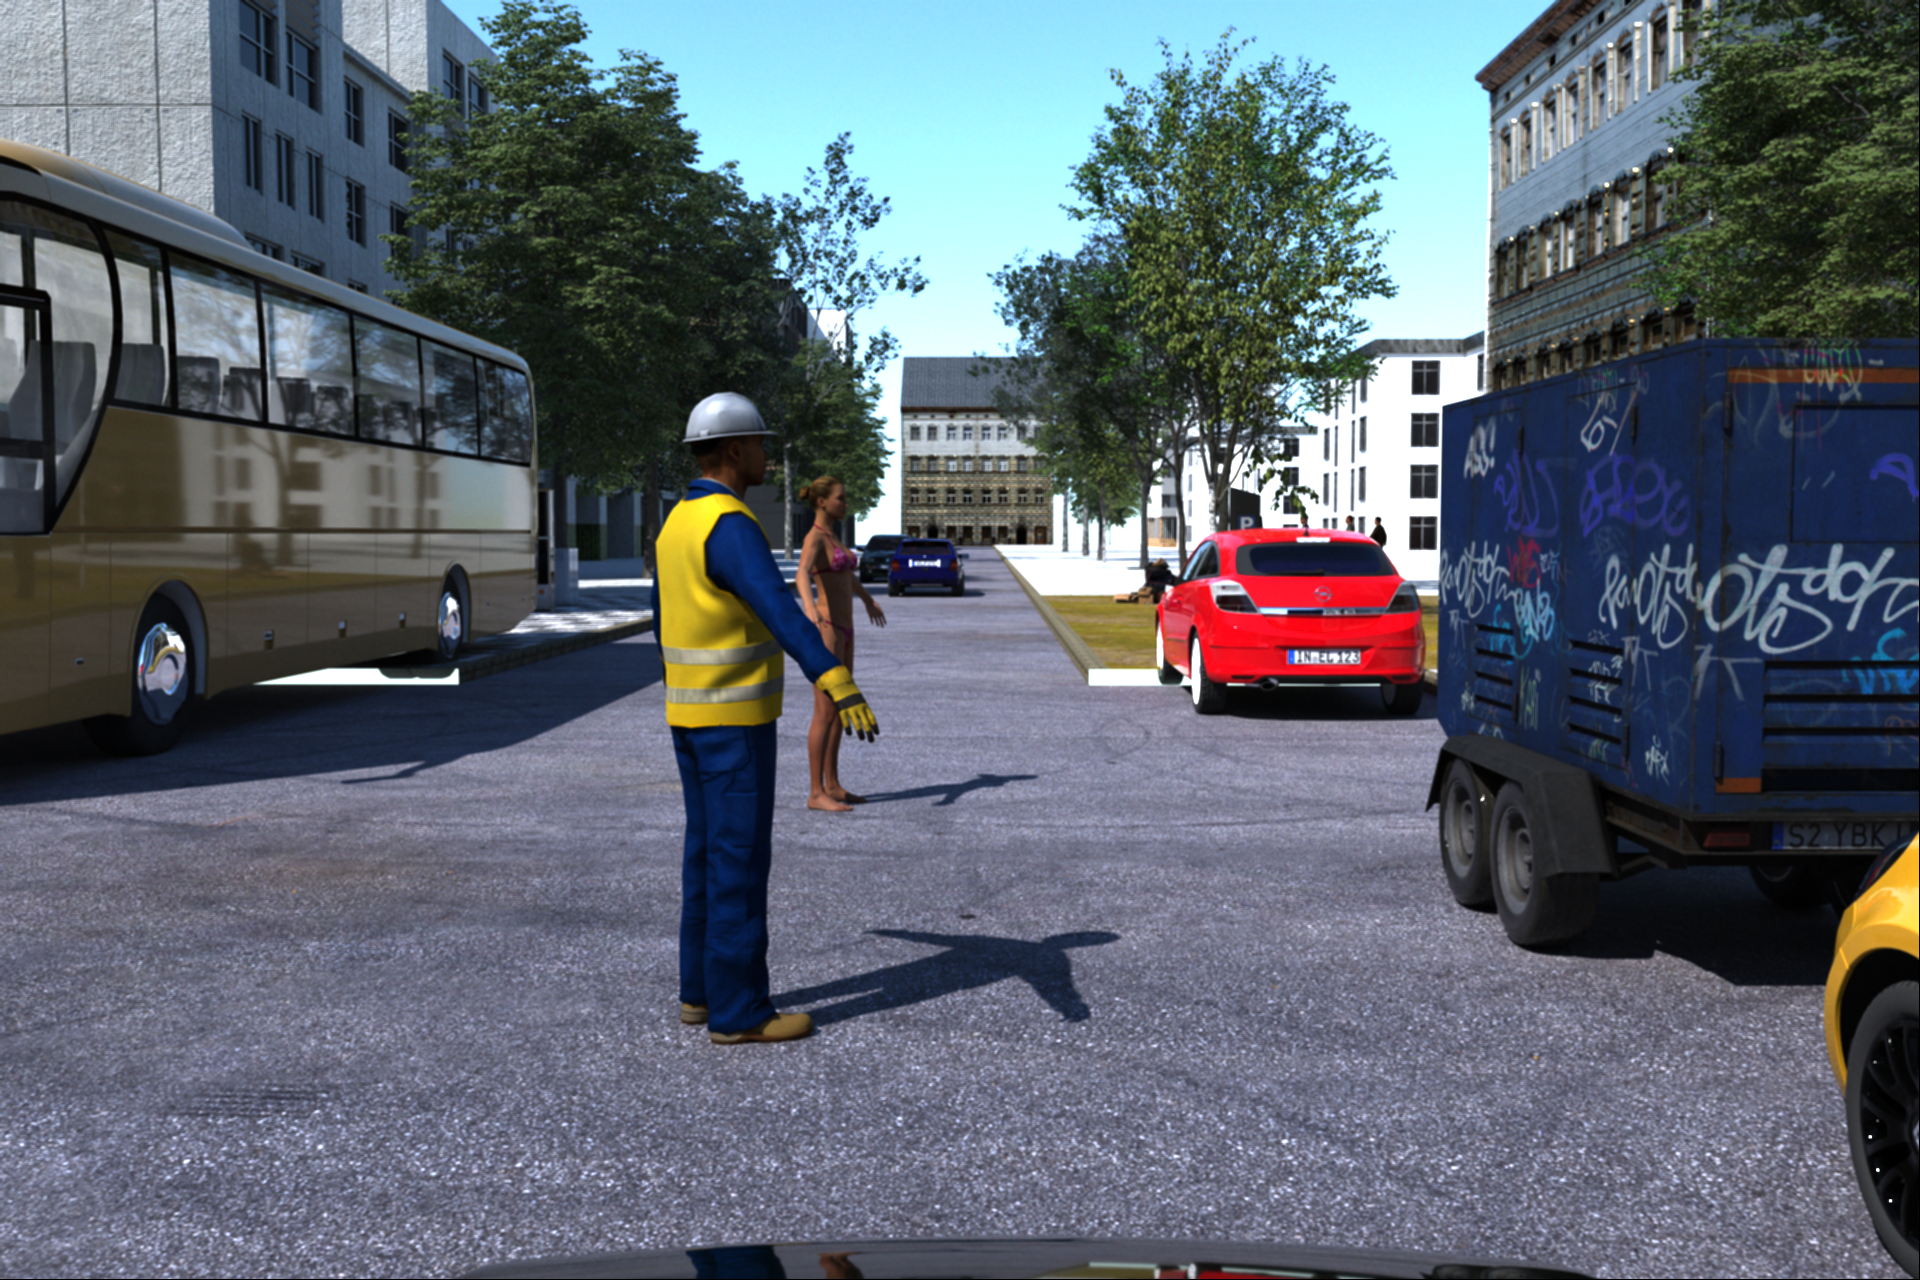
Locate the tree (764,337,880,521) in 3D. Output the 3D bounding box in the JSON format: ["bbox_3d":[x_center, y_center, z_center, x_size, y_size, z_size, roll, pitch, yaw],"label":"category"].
[{"bbox_3d":[-8.318,-11.167,100.715,7.486,12.596,7.792,0,3,0],"label":"tree"}]

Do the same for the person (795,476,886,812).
[{"bbox_3d":[-0.607,0.011,9.075,0.721,1.733,1.217,1,4,13],"label":"person"}]

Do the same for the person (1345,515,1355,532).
[{"bbox_3d":[10.554,-2.495,47.069,0.705,1.796,1.348,2,4,24],"label":"person"}]

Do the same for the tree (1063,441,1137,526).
[{"bbox_3d":[17.052,-18.353,206.729,9.857,13.997,8.962,0,3,0],"label":"tree"}]

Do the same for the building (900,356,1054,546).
[{"bbox_3d":[2.100,-23.225,213.110,18.063,23.208,19.493,0,4,0],"label":"building"}]

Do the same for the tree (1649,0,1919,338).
[{"bbox_3d":[13.604,-6.498,24.370,7.486,12.596,7.792,0,3,0],"label":"tree"}]

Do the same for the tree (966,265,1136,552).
[{"bbox_3d":[6.823,-16.283,122.108,12.611,20.169,13.585,0,3,0],"label":"tree"}]

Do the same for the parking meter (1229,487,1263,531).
[{"bbox_3d":[3.574,-0.975,21.657,0.399,1.863,0.255,0,4,1],"label":"parking meter"}]

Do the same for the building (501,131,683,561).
[{"bbox_3d":[-25.745,-13.806,92.179,16.747,18.905,31.486,0,4,0],"label":"building"}]

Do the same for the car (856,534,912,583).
[{"bbox_3d":[-2.085,-2.596,52.230,2.009,1.686,4.222,0,4,0],"label":"car"}]

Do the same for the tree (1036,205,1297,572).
[{"bbox_3d":[6.122,-7.027,49.307,7.601,10.594,8.767,2,4,25],"label":"tree"}]

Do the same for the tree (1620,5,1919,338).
[{"bbox_3d":[17.258,-6.675,34.890,9.928,11.665,9.643,0,3,0],"label":"tree"}]

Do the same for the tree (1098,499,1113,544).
[{"bbox_3d":[18.753,-16.114,213.819,4.360,8.622,3.978,0,3,0],"label":"tree"}]

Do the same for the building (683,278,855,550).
[{"bbox_3d":[-24.283,-19.002,154.661,27.936,21.610,32.646,0,3,0],"label":"building"}]

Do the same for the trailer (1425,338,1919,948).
[{"bbox_3d":[2.622,0.002,7.024,1.471,1.999,3.904,0,4,0],"label":"trailer"}]

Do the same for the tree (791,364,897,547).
[{"bbox_3d":[-7.937,-12.080,115.630,7.486,12.596,7.792,0,3,0],"label":"tree"}]

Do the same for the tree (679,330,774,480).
[{"bbox_3d":[-9.346,-6.815,61.794,4.360,8.622,3.978,0,3,0],"label":"tree"}]

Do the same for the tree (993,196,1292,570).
[{"bbox_3d":[6.705,-9.307,62.532,12.009,13.543,11.850,0,3,0],"label":"tree"}]

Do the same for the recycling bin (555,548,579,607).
[{"bbox_3d":[-7.257,-1.125,30.950,0.722,1.027,0.722,0,4,2],"label":"recycling bin"}]

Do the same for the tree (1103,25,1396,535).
[{"bbox_3d":[3.914,-4.604,25.637,4.737,8.622,4.395,0,3,0],"label":"tree"}]

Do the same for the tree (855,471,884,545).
[{"bbox_3d":[-13.164,-17.339,209.255,9.928,11.665,9.643,0,3,0],"label":"tree"}]

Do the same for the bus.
[{"bbox_3d":[-6.319,-1.400,14.441,2.896,3.916,12.252,0,4,1],"label":"bus"}]

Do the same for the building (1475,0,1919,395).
[{"bbox_3d":[26.615,-13.293,48.266,19.493,23.208,18.063,0,4,1],"label":"building"}]

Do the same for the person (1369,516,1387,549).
[{"bbox_3d":[12.520,-2.806,52.008,0.704,1.812,1.346,3,5,41],"label":"person"}]

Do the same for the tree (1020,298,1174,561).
[{"bbox_3d":[6.594,-10.148,84.050,7.486,12.596,7.792,0,3,0],"label":"tree"}]

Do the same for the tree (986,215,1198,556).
[{"bbox_3d":[8.179,-14.947,100.279,12.611,20.169,13.585,0,3,0],"label":"tree"}]

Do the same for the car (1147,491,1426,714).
[{"bbox_3d":[2.775,-0.380,15.256,2.155,1.783,4.494,0,4,1],"label":"car"}]

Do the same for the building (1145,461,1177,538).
[{"bbox_3d":[25.615,-20.582,192.943,16.016,20.090,11.380,0,4,1],"label":"building"}]

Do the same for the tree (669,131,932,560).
[{"bbox_3d":[-7.771,-13.871,82.679,12.611,20.169,13.585,0,3,0],"label":"tree"}]

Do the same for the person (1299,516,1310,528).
[{"bbox_3d":[9.467,-2.561,47.810,0.705,1.837,1.347,-1,4,-9],"label":"person"}]

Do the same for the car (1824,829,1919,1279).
[{"bbox_3d":[2.634,0.498,2.088,2.015,1.641,3.980,0,4,1],"label":"car"}]

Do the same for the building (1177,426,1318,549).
[{"bbox_3d":[24.551,-12.614,148.388,9.099,9.664,28.070,0,4,1],"label":"building"}]

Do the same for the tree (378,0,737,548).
[{"bbox_3d":[-8.778,-7.310,37.650,7.486,12.596,7.792,0,3,0],"label":"tree"}]

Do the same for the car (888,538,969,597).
[{"bbox_3d":[-0.765,-1.735,40.942,1.945,1.354,3.894,0,4,1],"label":"car"}]

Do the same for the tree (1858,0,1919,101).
[{"bbox_3d":[8.424,-6.061,9.460,12.009,13.543,11.850,0,3,0],"label":"tree"}]

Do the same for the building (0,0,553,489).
[{"bbox_3d":[-25.572,-11.623,56.497,16.747,18.905,31.486,0,4,1],"label":"building"}]

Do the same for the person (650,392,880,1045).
[{"bbox_3d":[-0.642,0.210,4.989,0.705,1.833,1.349,-2,4,-30],"label":"person"}]

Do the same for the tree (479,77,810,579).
[{"bbox_3d":[-8.714,-8.716,49.156,9.857,13.997,8.962,0,3,0],"label":"tree"}]

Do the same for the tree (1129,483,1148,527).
[{"bbox_3d":[23.291,-16.116,213.852,4.360,8.622,3.978,0,3,0],"label":"tree"}]

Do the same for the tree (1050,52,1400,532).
[{"bbox_3d":[5.856,-6.908,38.695,9.928,11.665,9.643,0,3,0],"label":"tree"}]

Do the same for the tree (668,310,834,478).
[{"bbox_3d":[-8.707,-8.266,69.567,8.767,10.594,7.601,1,4,19],"label":"tree"}]

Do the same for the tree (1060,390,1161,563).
[{"bbox_3d":[6.610,-7.698,76.226,4.737,8.622,4.395,0,3,0],"label":"tree"}]

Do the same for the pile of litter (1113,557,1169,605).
[{"bbox_3d":[3.433,-1.118,32.237,1.176,0.858,1.719,0,4,1],"label":"pile of litter"}]

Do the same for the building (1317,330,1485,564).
[{"bbox_3d":[22.387,-8.102,74.609,9.099,9.664,28.070,0,4,1],"label":"building"}]

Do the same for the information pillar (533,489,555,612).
[{"bbox_3d":[-6.857,-1.468,28.500,0.304,2.012,0.304,0,4,2],"label":"information pillar"}]

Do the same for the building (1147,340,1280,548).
[{"bbox_3d":[24.159,-19.541,175.920,16.016,20.090,11.380,0,4,1],"label":"building"}]
